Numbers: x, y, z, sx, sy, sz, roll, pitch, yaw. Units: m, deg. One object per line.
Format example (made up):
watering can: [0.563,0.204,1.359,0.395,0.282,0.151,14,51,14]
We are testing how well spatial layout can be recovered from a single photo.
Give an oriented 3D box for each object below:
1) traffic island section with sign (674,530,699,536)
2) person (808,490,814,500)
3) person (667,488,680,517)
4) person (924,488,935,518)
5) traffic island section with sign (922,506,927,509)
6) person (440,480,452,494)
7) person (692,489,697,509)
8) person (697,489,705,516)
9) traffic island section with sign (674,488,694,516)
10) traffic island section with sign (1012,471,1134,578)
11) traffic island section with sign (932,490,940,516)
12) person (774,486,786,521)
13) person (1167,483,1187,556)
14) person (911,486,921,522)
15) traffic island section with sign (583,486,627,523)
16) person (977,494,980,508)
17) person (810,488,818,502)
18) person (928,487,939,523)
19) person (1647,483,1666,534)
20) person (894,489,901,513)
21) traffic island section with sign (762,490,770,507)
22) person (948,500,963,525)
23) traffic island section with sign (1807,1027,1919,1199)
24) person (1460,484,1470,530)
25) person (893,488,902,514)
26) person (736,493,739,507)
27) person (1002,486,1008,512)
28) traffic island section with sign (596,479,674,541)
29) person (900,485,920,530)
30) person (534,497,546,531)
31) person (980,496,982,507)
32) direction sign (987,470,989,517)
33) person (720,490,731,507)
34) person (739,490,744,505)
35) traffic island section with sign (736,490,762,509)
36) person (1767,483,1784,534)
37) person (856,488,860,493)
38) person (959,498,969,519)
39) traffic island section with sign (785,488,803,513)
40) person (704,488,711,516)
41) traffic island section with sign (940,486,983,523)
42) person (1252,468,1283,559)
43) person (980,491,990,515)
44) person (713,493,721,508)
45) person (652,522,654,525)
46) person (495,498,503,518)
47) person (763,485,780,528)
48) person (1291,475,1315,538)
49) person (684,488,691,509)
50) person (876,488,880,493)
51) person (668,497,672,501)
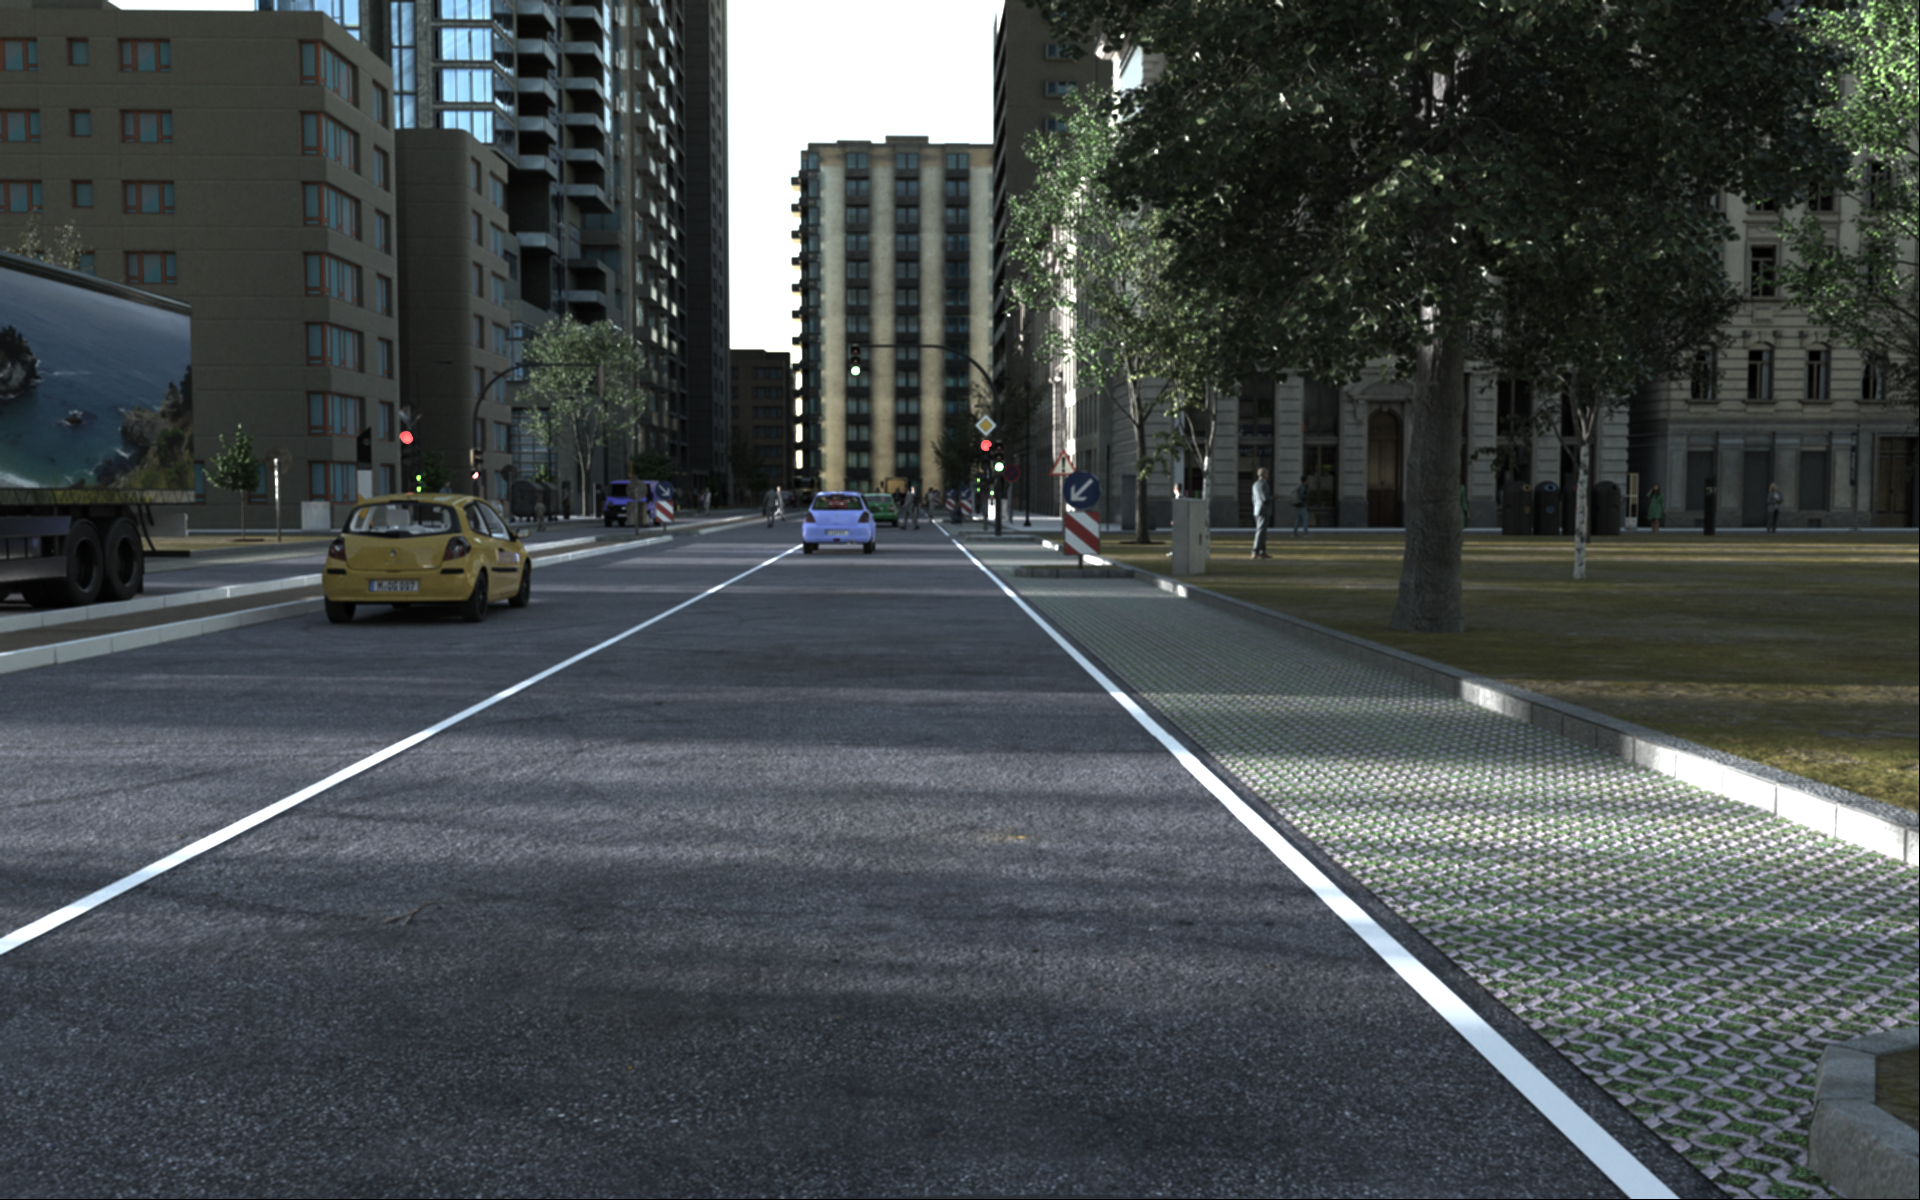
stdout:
traffic island section with sign: [-10.205,-3.193,60.348,2.006,1.907,1.989,0,4,-2]
person: [-13.821,-9.515,164.093,1.348,1.821,0.705,3,5,39]
person: [-18.346,-6.138,109.072,1.509,1.804,0.699,2,4,28]
person: [-1.804,-5.820,104.050,0.661,1.777,0.834,0,4,-7]
traffic island section with sign: [-2.350,-9.449,163.111,1.989,1.847,2.006,0,4,-2]
person: [-18.946,-3.513,63.825,0.444,1.785,0.601,3,5,44]
person: [-23.355,-8.900,152.293,0.721,1.736,1.217,0,4,8]
person: [-17.044,-6.420,114.063,0.593,1.750,0.643,-1,4,-18]
traffic island section with sign: [-18.248,-6.326,112.060,1.989,1.847,2.006,0,4,-2]
traffic island section with sign: [1.931,-1.317,30.155,1.989,1.847,2.006,0,4,-2]
traffic island section with sign: [-0.764,-6.426,113.699,1.989,1.847,2.006,0,4,-2]
person: [-9.660,-5.128,92.228,0.818,1.842,0.514,0,4,-7]
person: [4.534,-1.669,35.935,0.523,1.515,0.503,0,4,-1]
person: [-2.307,-4.884,88.127,0.659,1.850,0.755,0,4,0]
traffic island section with sign: [-17.379,-4.676,85.078,1.989,1.847,2.006,0,4,-2]
person: [1.400,-9.248,157.232,1.348,1.826,0.705,-3,5,-44]
person: [-8.631,-5.822,103.860,0.661,1.801,0.590,-1,4,-20]
person: [-1.296,-4.625,84.680,0.524,1.755,0.480,0,4,-6]
person: [23.055,-2.973,57.355,0.600,1.795,0.529,2,4,24]
person: [-4.795,-7.465,130.432,0.514,1.842,0.818,-3,5,-44]
traffic island section with sign: [-20.720,-11.040,189.135,1.989,1.847,2.006,0,4,-2]
person: [-0.229,-3.952,78.621,0.738,1.151,1.012,0,4,3]
traffic island section with sign: [2.798,0.331,3.214,1.989,1.847,2.006,0,4,-2]
person: [9.549,-1.669,33.573,0.600,1.795,0.529,0,4,-7]
person: [-4.545,-7.237,126.186,0.648,1.900,0.474,-3,5,-45]
person: [-22.489,-10.116,174.660,0.599,1.433,0.991,-2,4,-32]
person: [3.290,-7.197,123.818,0.850,1.850,0.679,-1,4,-21]
traffic island section with sign: [-9.976,-2.741,52.944,2.006,1.907,1.989,0,4,-2]
person: [-2.032,-3.708,69.394,0.850,1.792,0.678,0,4,-8]
person: [-16.065,-3.271,66.252,0.640,1.303,0.475,3,4,37]
person: [2.018,-8.396,146.505,0.628,1.438,0.799,1,4,9]
direction sign: [1.490,-6.380,96.304,0.379,3.537,0.876,-1,4,-15]
person: [-22.680,-9.806,167.187,1.217,1.723,0.721,-1,4,-13]
person: [-25.081,-11.742,198.701,1.217,1.739,0.721,0,4,-7]
traffic island section with sign: [-19.862,-9.392,162.194,1.989,1.847,2.006,0,4,-2]
person: [26.623,-2.926,56.523,0.537,1.800,0.526,0,4,8]
person: [-6.601,-6.332,111.910,0.818,1.842,0.514,2,4,31]
person: [0.219,-5.490,98.622,0.532,1.782,0.716,2,4,30]
traffic island section with sign: [-12.636,-7.787,135.447,2.006,1.907,1.989,0,4,-2]
person: [-16.229,-6.301,111.396,0.514,1.842,0.818,1,4,15]
traffic island section with sign: [0.121,-4.752,86.316,1.989,1.847,2.006,0,4,-2]
person: [6.100,-1.730,34.510,0.590,1.801,0.661,-1,4,-9]
person: [1.503,-5.995,104.891,0.563,1.720,0.643,-2,4,-29]
person: [-22.245,-9.282,158.542,0.721,1.736,1.217,-3,5,-42]
person: [-14.374,-4.352,81.474,0.330,1.601,0.589,-2,4,-25]
person: [-15.465,-2.769,58.052,0.394,1.301,0.425,-3,4,-37]
person: [-8.110,-4.018,74.312,0.709,1.813,0.853,-1,4,-15]
person: [9.984,-2.711,50.353,0.713,1.824,0.794,2,4,24]
person: [-22.812,-8.447,144.679,0.750,1.759,0.617,0,4,-1]
person: [-5.079,-6.038,107.192,0.573,1.828,0.580,-1,4,-12]
person: [-21.460,-7.485,129.088,0.598,1.740,0.731,0,4,7]
